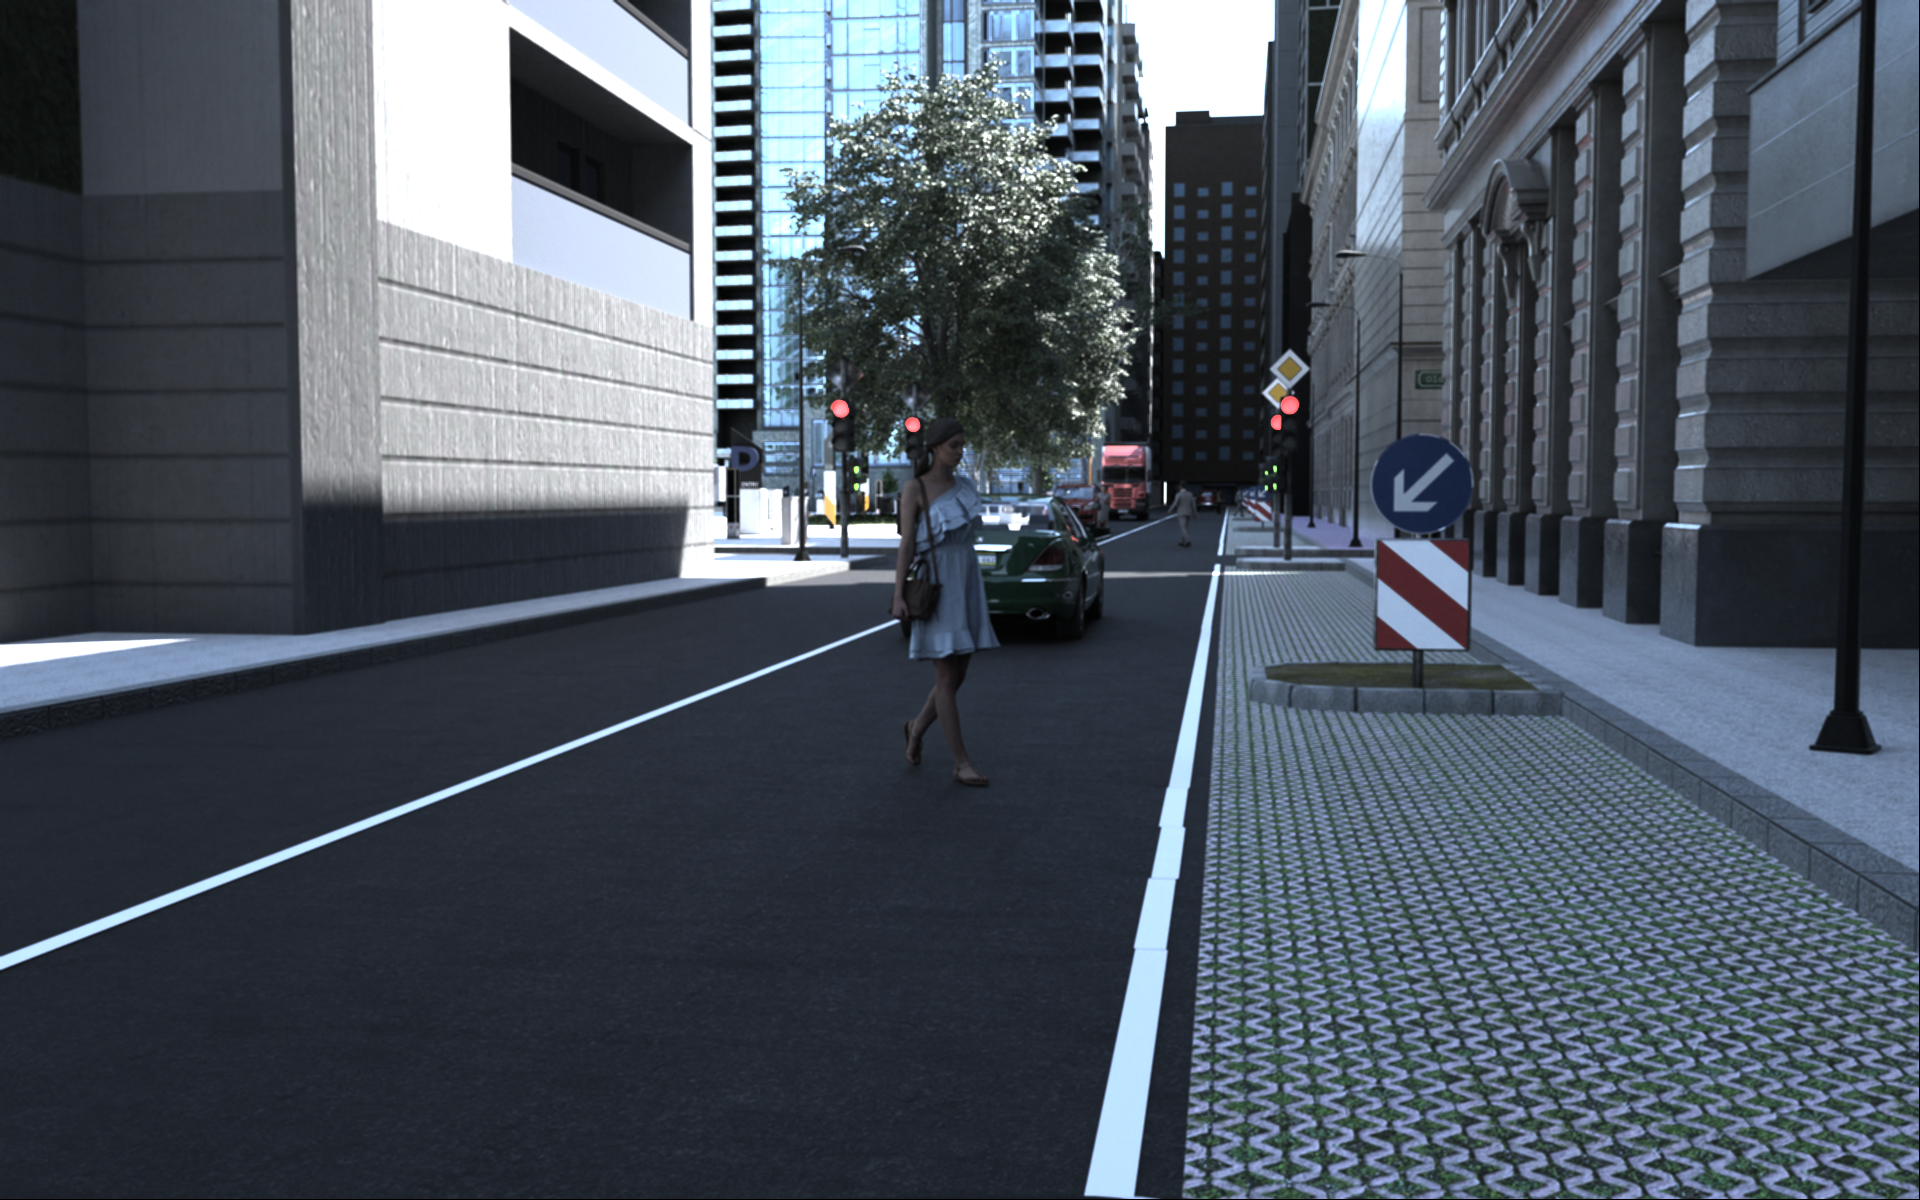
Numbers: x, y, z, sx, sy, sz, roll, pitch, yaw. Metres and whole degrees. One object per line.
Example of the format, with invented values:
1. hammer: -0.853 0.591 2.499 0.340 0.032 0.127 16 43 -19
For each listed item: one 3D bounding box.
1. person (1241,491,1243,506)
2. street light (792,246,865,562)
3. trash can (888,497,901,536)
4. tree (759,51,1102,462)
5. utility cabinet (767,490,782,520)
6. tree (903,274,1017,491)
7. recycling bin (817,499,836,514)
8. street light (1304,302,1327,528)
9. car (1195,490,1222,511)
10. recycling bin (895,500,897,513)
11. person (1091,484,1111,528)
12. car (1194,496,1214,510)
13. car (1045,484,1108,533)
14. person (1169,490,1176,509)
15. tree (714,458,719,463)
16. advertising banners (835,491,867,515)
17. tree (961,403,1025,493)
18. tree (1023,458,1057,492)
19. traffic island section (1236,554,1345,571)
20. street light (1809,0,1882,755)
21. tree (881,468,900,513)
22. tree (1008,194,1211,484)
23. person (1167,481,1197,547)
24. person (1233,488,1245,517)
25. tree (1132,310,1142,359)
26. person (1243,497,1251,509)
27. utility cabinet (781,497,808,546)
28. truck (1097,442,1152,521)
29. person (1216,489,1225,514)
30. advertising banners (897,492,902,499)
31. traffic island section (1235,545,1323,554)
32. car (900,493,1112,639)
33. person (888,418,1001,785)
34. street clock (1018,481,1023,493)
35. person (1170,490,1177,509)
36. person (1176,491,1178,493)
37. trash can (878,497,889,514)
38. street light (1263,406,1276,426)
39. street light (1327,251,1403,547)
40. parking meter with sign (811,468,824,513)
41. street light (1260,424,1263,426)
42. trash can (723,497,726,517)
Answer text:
1. person: 26.945 -9.531 165.051 1.217 1.743 0.721 3 4 38
2. street light: -2.465 -3.676 32.638 1.470 5.913 1.316 1 4 9
3. trash can: -1.638 -2.522 52.894 0.748 1.137 0.748 0 3 0
4. tree: -0.531 -8.740 49.554 9.857 13.997 8.962 0 3 0
5. utility cabinet: -9.518 -4.871 88.324 0.318 1.500 1.173 2 4 28
6. tree: 0.379 -6.538 57.257 4.737 8.622 4.395 0 3 0
7. recycling bin: -6.357 -4.274 82.438 0.722 1.027 0.722 -2 4 -27
8. street light: 9.080 -4.248 41.994 1.470 5.913 1.316 1 4 9
9. car: 21.100 -8.468 147.117 2.281 1.827 5.304 1 4 8
10. recycling bin: -3.284 -5.138 96.554 0.722 1.027 0.722 0 4 -2
11. person: 4.857 -3.123 59.912 0.716 1.782 0.532 1 4 20
12. car: 22.110 -9.078 157.213 1.959 1.807 4.718 1 4 10
13. car: 4.355 -3.428 64.717 2.281 1.827 5.304 1 4 11
14. person: 20.737 -9.762 168.113 0.705 1.822 1.348 2 4 35
15. tree: -14.495 -6.615 91.869 4.285 4.588 4.351 0 3 0
16. advertising banners: -5.110 -4.967 77.403 2.074 3.025 0.090 1 4 23
17. tree: 1.793 -8.944 96.593 4.360 8.622 3.978 0 3 0
18. tree: 4.244 -5.770 88.939 1.663 3.219 1.824 0 3 0
19. traffic island section: 6.382 -0.695 33.641 2.009 0.180 2.903 1 4 9
20. street light: 3.914 -2.206 8.610 1.470 5.913 1.316 1 4 9
21. tree: -4.980 -7.531 117.727 1.663 3.219 1.824 0 3 0
22. tree: 8.986 -15.484 109.052 12.611 20.169 13.585 0 3 0
23. person: 6.097 -2.349 47.176 0.678 1.792 0.850 -2 4 -25
24. person: 17.500 -6.108 108.474 0.850 1.850 0.679 -1 4 -10
25. tree: 3.482 -10.590 79.802 9.857 13.997 8.962 0 3 0
26. person: 24.374 -8.549 148.285 1.348 1.824 0.705 -3 4 -39
27. utility cabinet: -4.149 -1.971 43.393 0.306 1.237 1.020 1 4 20
28. truck: 9.208 -6.532 95.708 2.839 4.237 11.283 0 4 7
29. person: 18.437 -6.993 122.931 0.705 1.812 1.348 -1 4 -13
30. advertising banners: -3.198 -7.310 115.709 2.074 3.025 0.090 -1 4 -13
31. traffic island section: 7.612 -1.177 41.531 2.009 0.180 2.903 1 4 9
32. car: 0.533 -0.420 18.659 2.131 1.459 4.920 1 4 9
33. person: -0.124 -0.008 8.720 0.616 1.811 0.778 -2 4 -35
34. street clock: 3.450 -5.785 99.151 0.358 2.002 0.471 1 4 9
35. person: 20.423 -9.512 164.037 1.348 1.821 0.705 2 4 33
36. person: 21.246 -9.875 170.671 0.721 1.736 1.217 1 4 8
37. trash can: -3.534 -4.332 82.482 0.748 1.137 0.748 0 3 0
38. street light: 16.878 -7.262 91.279 1.470 5.913 1.316 1 4 9
39. street light: 7.862 -3.709 33.182 1.470 5.913 1.316 1 4 9
40. parking meter with sign: -9.152 -7.354 116.496 1.738 3.016 0.543 2 4 28
41. street light: 20.669 -8.740 115.441 1.470 5.913 1.316 1 4 9
42. trash can: -12.695 -5.097 94.984 0.748 1.137 0.748 0 3 0
